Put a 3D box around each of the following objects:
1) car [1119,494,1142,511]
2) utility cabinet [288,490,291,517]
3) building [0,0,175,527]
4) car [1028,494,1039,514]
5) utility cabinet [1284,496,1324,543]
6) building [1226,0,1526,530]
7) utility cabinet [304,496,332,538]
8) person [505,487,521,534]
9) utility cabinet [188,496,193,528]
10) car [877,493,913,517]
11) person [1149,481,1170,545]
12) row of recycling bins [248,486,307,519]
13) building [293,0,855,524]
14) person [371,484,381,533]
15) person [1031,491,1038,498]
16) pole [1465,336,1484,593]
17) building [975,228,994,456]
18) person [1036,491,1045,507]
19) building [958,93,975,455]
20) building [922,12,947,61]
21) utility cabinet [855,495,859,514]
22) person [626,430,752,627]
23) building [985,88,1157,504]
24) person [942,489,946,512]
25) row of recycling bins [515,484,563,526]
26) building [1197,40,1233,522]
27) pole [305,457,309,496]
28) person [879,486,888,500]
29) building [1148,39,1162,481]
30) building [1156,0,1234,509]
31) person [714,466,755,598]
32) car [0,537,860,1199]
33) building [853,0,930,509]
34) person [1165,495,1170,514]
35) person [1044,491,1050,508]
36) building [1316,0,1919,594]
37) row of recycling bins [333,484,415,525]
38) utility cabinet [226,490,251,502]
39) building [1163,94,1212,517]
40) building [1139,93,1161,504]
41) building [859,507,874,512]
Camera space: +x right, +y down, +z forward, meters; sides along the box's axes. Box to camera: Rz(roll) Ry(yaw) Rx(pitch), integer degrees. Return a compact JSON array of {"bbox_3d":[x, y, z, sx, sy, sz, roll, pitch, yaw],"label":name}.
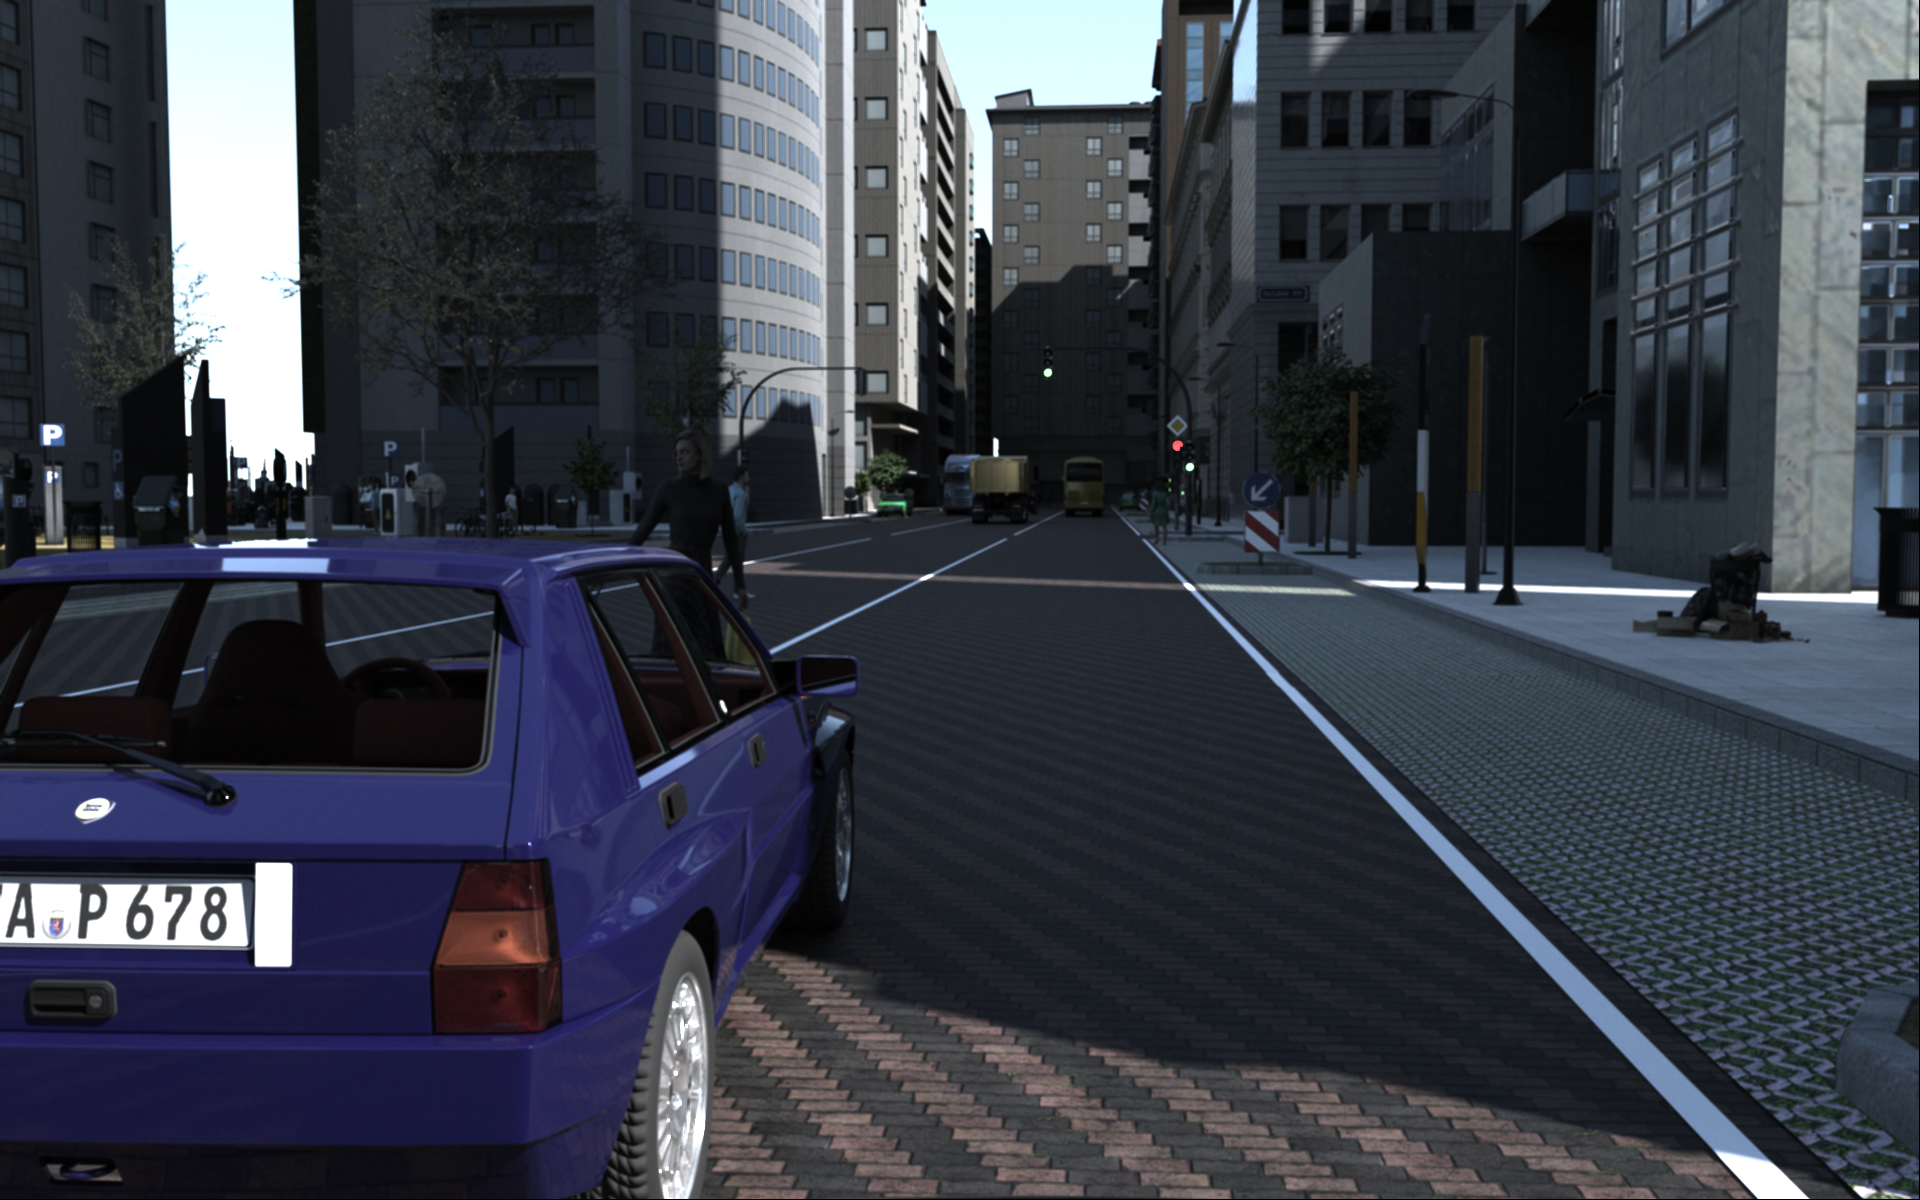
[{"bbox_3d":[14.389,-8.413,146.345,1.959,1.807,4.718,0,4,5],"label":"car"},{"bbox_3d":[-36.887,-5.318,95.630,0.318,1.500,1.173,-1,4,-16],"label":"utility cabinet"},{"bbox_3d":[-42.756,-23.700,71.092,14.086,41.232,14.154,0,4,5],"label":"building"},{"bbox_3d":[4.625,-6.990,124.068,2.009,1.686,4.222,0,4,6],"label":"car"},{"bbox_3d":[9.054,-2.107,45.617,1.020,1.237,0.306,-1,4,-17],"label":"utility cabinet"},{"bbox_3d":[25.426,-17.554,64.509,29.804,29.767,11.434,0,4,5],"label":"building"},{"bbox_3d":[-18.398,-2.356,49.687,0.306,1.237,1.020,1,4,9],"label":"utility cabinet"},{"bbox_3d":[-14.359,-2.877,55.679,0.523,1.515,0.503,0,4,3],"label":"person"},{"bbox_3d":[-28.928,-3.353,65.984,1.020,1.237,0.306,2,4,24],"label":"utility cabinet"},{"bbox_3d":[-4.059,-6.060,107.879,1.959,1.807,4.718,0,4,6],"label":"car"},{"bbox_3d":[5.632,-2.445,48.724,0.600,1.795,0.529,-1,4,-19],"label":"person"},{"bbox_3d":[-35.535,-5.038,89.480,3.534,1.692,1.069,0,4,-2],"label":"row of recycling bins"},{"bbox_3d":[-17.706,-33.295,86.366,21.231,58.520,28.212,0,4,5],"label":"building"},{"bbox_3d":[-20.512,-3.183,60.889,0.444,1.785,0.601,1,4,22],"label":"person"},{"bbox_3d":[7.669,-10.480,180.585,1.217,1.736,0.721,3,5,39],"label":"person"},{"bbox_3d":[6.663,-1.748,22.431,0.158,3.312,0.155,0,3,0],"label":"pole"},{"bbox_3d":[-7.460,-33.397,237.916,23.993,40.220,32.217,0,4,5],"label":"building"},{"bbox_3d":[8.537,-10.843,186.600,1.217,1.723,0.721,1,4,17],"label":"person"},{"bbox_3d":[-9.488,-35.432,203.013,21.600,48.544,21.300,0,4,5],"label":"building"},{"bbox_3d":[-12.006,-33.779,175.995,21.300,48.544,21.600,0,4,5],"label":"building"},{"bbox_3d":[-6.790,-6.082,110.599,0.306,1.237,1.020,-2,4,-26],"label":"utility cabinet"},{"bbox_3d":[-1.945,-0.087,10.138,1.509,1.804,0.699,1,4,10],"label":"person"},{"bbox_3d":[18.014,-39.383,233.153,27.495,52.752,28.713,0,4,5],"label":"building"},{"bbox_3d":[-1.291,-8.086,140.722,0.705,1.822,1.348,0,4,-5],"label":"person"},{"bbox_3d":[-17.785,-3.887,70.658,3.534,1.692,1.069,0,4,-4],"label":"row of recycling bins"},{"bbox_3d":[17.246,-15.469,81.790,11.050,23.489,19.941,0,4,5],"label":"building"},{"bbox_3d":[-35.993,-6.219,95.522,0.158,3.312,0.155,0,3,0],"label":"pole"},{"bbox_3d":[-5.206,-6.886,118.824,0.606,1.804,0.583,-1,4,-12],"label":"person"},{"bbox_3d":[29.361,-31.262,165.752,22.147,44.769,28.867,0,4,5],"label":"building"},{"bbox_3d":[23.828,-30.224,144.276,14.600,45.320,14.200,0,4,5],"label":"building"},{"bbox_3d":[-3.157,-0.935,23.806,0.620,1.820,0.660,-2,4,-34],"label":"person"},{"bbox_3d":[-1.292,0.488,4.605,1.945,1.354,3.894,0,4,3],"label":"car"},{"bbox_3d":[-17.248,-34.402,151.707,28.713,52.752,27.495,0,4,5],"label":"building"},{"bbox_3d":[13.031,-5.985,108.912,0.382,1.210,0.505,0,4,8],"label":"person"},{"bbox_3d":[8.808,-10.071,173.602,0.683,1.767,0.568,-1,4,-18],"label":"person"},{"bbox_3d":[20.848,-44.143,34.418,22.319,86.520,31.000,0,4,5],"label":"building"},{"bbox_3d":[-24.222,-3.942,71.560,3.534,1.692,1.069,0,4,8],"label":"row of recycling bins"},{"bbox_3d":[-35.982,-4.747,86.297,1.173,1.500,0.318,0,4,3],"label":"utility cabinet"},{"bbox_3d":[22.608,-20.601,113.244,17.030,29.872,44.131,0,4,5],"label":"building"},{"bbox_3d":[32.466,-35.199,195.105,23.786,49.044,30.456,0,4,5],"label":"building"},{"bbox_3d":[-23.097,-26.398,123.486,32.217,40.220,23.993,0,4,5],"label":"building"}]
